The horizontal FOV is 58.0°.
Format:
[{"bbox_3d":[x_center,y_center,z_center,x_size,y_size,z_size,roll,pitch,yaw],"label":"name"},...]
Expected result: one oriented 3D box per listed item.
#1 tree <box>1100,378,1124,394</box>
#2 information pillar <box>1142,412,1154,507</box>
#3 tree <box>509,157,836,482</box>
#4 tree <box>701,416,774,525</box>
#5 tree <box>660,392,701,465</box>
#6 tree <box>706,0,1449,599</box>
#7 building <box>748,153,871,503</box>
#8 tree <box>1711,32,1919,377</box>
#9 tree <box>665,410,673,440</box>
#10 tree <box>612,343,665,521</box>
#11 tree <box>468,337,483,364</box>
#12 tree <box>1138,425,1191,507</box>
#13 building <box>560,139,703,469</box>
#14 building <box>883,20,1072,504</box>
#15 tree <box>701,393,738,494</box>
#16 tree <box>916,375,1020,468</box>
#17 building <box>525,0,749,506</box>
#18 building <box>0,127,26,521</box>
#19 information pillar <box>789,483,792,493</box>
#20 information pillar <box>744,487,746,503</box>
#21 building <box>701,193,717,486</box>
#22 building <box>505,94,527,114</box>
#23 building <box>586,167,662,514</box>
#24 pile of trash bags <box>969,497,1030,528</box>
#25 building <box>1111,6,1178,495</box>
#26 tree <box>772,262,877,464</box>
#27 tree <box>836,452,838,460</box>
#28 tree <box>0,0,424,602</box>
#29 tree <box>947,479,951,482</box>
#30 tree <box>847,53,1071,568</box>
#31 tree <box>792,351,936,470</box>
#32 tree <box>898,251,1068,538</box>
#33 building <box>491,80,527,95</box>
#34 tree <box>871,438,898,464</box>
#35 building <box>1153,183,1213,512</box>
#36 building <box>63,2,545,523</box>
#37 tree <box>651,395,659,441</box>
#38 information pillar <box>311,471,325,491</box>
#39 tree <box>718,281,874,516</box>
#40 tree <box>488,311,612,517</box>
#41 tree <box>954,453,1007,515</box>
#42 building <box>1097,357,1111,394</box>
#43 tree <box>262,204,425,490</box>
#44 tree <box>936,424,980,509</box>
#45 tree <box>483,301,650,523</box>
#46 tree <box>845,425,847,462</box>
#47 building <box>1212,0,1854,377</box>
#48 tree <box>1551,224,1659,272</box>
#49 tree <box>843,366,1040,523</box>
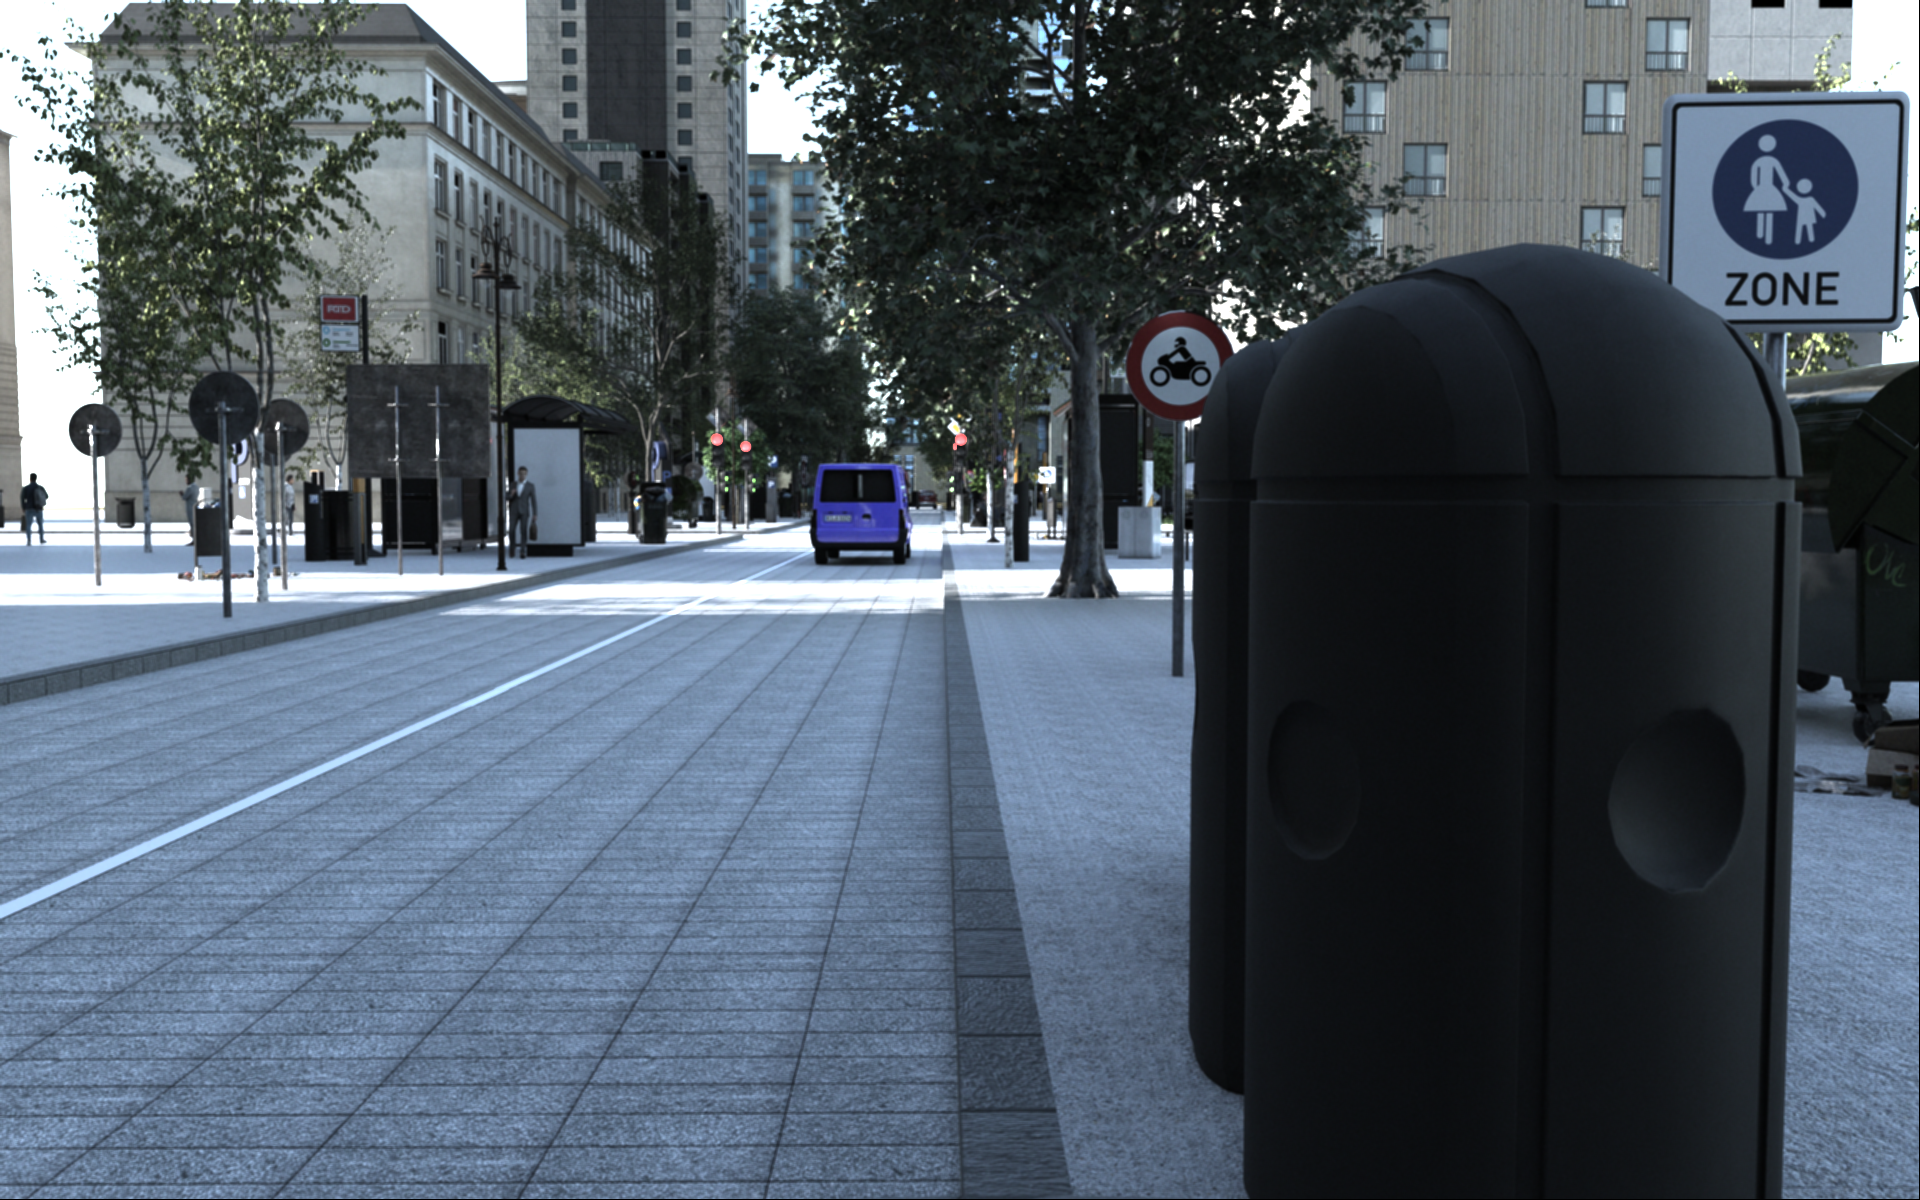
[{"bbox_3d":[8.231,-9.284,102.163,4.737,8.622,4.395,0,3,0],"label":"tree"},{"bbox_3d":[4.664,-3.160,43.027,0.183,3.616,0.504,2,4,30],"label":"information pillar"},{"bbox_3d":[-9.041,-7.011,49.045,8.767,10.594,7.601,1,4,15],"label":"tree"},{"bbox_3d":[-9.443,-5.484,73.369,4.285,4.588,4.351,0,3,0],"label":"tree"},{"bbox_3d":[-19.313,-9.509,105.842,4.737,8.622,4.395,0,3,0],"label":"tree"},{"bbox_3d":[1.562,-6.391,21.494,9.611,12.733,9.660,0,3,0],"label":"tree"},{"bbox_3d":[-27.875,-38.308,245.947,30.456,49.044,23.786,0,4,-1],"label":"building"},{"bbox_3d":[13.878,-4.799,28.832,4.737,8.622,4.395,0,3,0],"label":"tree"},{"bbox_3d":[-16.870,-8.560,90.323,4.360,8.622,3.978,0,3,0],"label":"tree"},{"bbox_3d":[-16.365,-8.020,81.490,4.360,8.622,3.978,0,3,0],"label":"tree"},{"bbox_3d":[-19.756,-7.714,76.487,4.737,8.622,4.395,0,3,0],"label":"tree"},{"bbox_3d":[9.349,-6.023,82.186,4.285,4.588,4.351,0,3,0],"label":"tree"},{"bbox_3d":[-29.927,-22.834,145.044,14.160,30.474,14.107,0,4,-1],"label":"building"},{"bbox_3d":[3.772,-56.956,243.897,31.000,86.520,22.319,0,4,-1],"label":"building"},{"bbox_3d":[-17.912,-10.363,119.794,4.737,8.622,4.395,0,3,0],"label":"tree"},{"bbox_3d":[0.680,-12.071,115.489,7.486,12.596,7.792,0,3,0],"label":"tree"},{"bbox_3d":[-34.081,-45.814,187.313,20.611,71.187,20.563,0,4,-1],"label":"building"},{"bbox_3d":[-54.463,-14.065,79.117,18.267,20.994,9.793,0,4,-1],"label":"building"},{"bbox_3d":[-11.108,-6.729,114.508,0.304,2.012,0.304,3,4,38],"label":"information pillar"},{"bbox_3d":[-10.095,-4.631,80.206,0.304,2.012,0.304,-1,4,-17],"label":"information pillar"},{"bbox_3d":[-30.334,-23.695,159.121,14.160,30.474,14.107,0,4,-1],"label":"building"},{"bbox_3d":[-51.522,-33.091,191.148,14.200,45.320,14.600,0,4,-1],"label":"building"},{"bbox_3d":[-30.887,-17.563,120.434,16.112,22.955,30.059,0,4,-1],"label":"building"},{"bbox_3d":[1.765,-3.470,66.483,1.912,1.369,3.447,-2,4,-24],"label":"pile of trash bags"},{"bbox_3d":[24.221,-37.567,156.216,21.231,58.520,28.212,0,4,-1],"label":"building"},{"bbox_3d":[-10.644,-17.156,136.388,12.611,20.169,13.585,0,3,0],"label":"tree"},{"bbox_3d":[-9.763,-14.821,176.727,8.767,10.594,7.601,-1,4,-19],"label":"tree"},{"bbox_3d":[-8.560,-4.279,20.331,4.737,8.622,4.395,0,3,0],"label":"tree"},{"bbox_3d":[0.261,-6.793,105.661,1.663,3.219,1.824,0,3,0],"label":"tree"},{"bbox_3d":[1.022,-4.876,30.088,4.360,8.622,3.978,0,3,0],"label":"tree"},{"bbox_3d":[-8.645,-12.036,122.547,9.928,11.665,9.643,0,3,0],"label":"tree"},{"bbox_3d":[0.987,-6.134,50.649,4.737,8.622,4.395,0,3,0],"label":"tree"},{"bbox_3d":[-57.190,-42.926,243.843,28.212,58.520,21.231,0,4,-1],"label":"building"},{"bbox_3d":[-9.653,-16.095,213.511,4.737,8.622,4.395,0,3,0],"label":"tree"},{"bbox_3d":[24.664,-41.720,120.377,20.563,71.187,20.611,0,4,-1],"label":"building"},{"bbox_3d":[-30.707,-15.709,90.128,16.112,22.955,30.059,0,4,-1],"label":"building"},{"bbox_3d":[-20.177,-9.182,100.484,4.737,8.622,4.395,0,3,0],"label":"tree"},{"bbox_3d":[-20.041,-3.033,54.085,0.304,2.012,0.304,1,4,18],"label":"information pillar"},{"bbox_3d":[-9.792,-12.007,102.970,9.857,13.997,8.962,0,3,0],"label":"tree"},{"bbox_3d":[-17.344,-7.358,70.665,4.360,8.622,3.978,0,3,0],"label":"tree"},{"bbox_3d":[0.939,-4.594,69.714,1.663,3.219,1.824,0,3,0],"label":"tree"},{"bbox_3d":[19.854,-24.876,178.417,14.160,30.474,14.107,0,4,-1],"label":"building"},{"bbox_3d":[-15.933,-5.753,44.426,4.360,8.622,3.978,0,3,0],"label":"tree"},{"bbox_3d":[-0.259,-13.690,149.588,9.928,11.665,9.643,0,3,0],"label":"tree"},{"bbox_3d":[-14.472,-6.961,64.182,4.737,8.622,4.395,0,3,0],"label":"tree"},{"bbox_3d":[-9.018,-12.613,156.582,4.360,8.622,3.978,0,3,0],"label":"tree"},{"bbox_3d":[27.973,-30.522,88.268,27.495,52.752,28.713,0,4,-1],"label":"building"},{"bbox_3d":[16.909,-5.926,47.260,4.360,8.622,3.978,0,3,0],"label":"tree"},{"bbox_3d":[0.020,-8.758,77.602,7.601,10.594,8.767,-2,4,-25],"label":"tree"}]
